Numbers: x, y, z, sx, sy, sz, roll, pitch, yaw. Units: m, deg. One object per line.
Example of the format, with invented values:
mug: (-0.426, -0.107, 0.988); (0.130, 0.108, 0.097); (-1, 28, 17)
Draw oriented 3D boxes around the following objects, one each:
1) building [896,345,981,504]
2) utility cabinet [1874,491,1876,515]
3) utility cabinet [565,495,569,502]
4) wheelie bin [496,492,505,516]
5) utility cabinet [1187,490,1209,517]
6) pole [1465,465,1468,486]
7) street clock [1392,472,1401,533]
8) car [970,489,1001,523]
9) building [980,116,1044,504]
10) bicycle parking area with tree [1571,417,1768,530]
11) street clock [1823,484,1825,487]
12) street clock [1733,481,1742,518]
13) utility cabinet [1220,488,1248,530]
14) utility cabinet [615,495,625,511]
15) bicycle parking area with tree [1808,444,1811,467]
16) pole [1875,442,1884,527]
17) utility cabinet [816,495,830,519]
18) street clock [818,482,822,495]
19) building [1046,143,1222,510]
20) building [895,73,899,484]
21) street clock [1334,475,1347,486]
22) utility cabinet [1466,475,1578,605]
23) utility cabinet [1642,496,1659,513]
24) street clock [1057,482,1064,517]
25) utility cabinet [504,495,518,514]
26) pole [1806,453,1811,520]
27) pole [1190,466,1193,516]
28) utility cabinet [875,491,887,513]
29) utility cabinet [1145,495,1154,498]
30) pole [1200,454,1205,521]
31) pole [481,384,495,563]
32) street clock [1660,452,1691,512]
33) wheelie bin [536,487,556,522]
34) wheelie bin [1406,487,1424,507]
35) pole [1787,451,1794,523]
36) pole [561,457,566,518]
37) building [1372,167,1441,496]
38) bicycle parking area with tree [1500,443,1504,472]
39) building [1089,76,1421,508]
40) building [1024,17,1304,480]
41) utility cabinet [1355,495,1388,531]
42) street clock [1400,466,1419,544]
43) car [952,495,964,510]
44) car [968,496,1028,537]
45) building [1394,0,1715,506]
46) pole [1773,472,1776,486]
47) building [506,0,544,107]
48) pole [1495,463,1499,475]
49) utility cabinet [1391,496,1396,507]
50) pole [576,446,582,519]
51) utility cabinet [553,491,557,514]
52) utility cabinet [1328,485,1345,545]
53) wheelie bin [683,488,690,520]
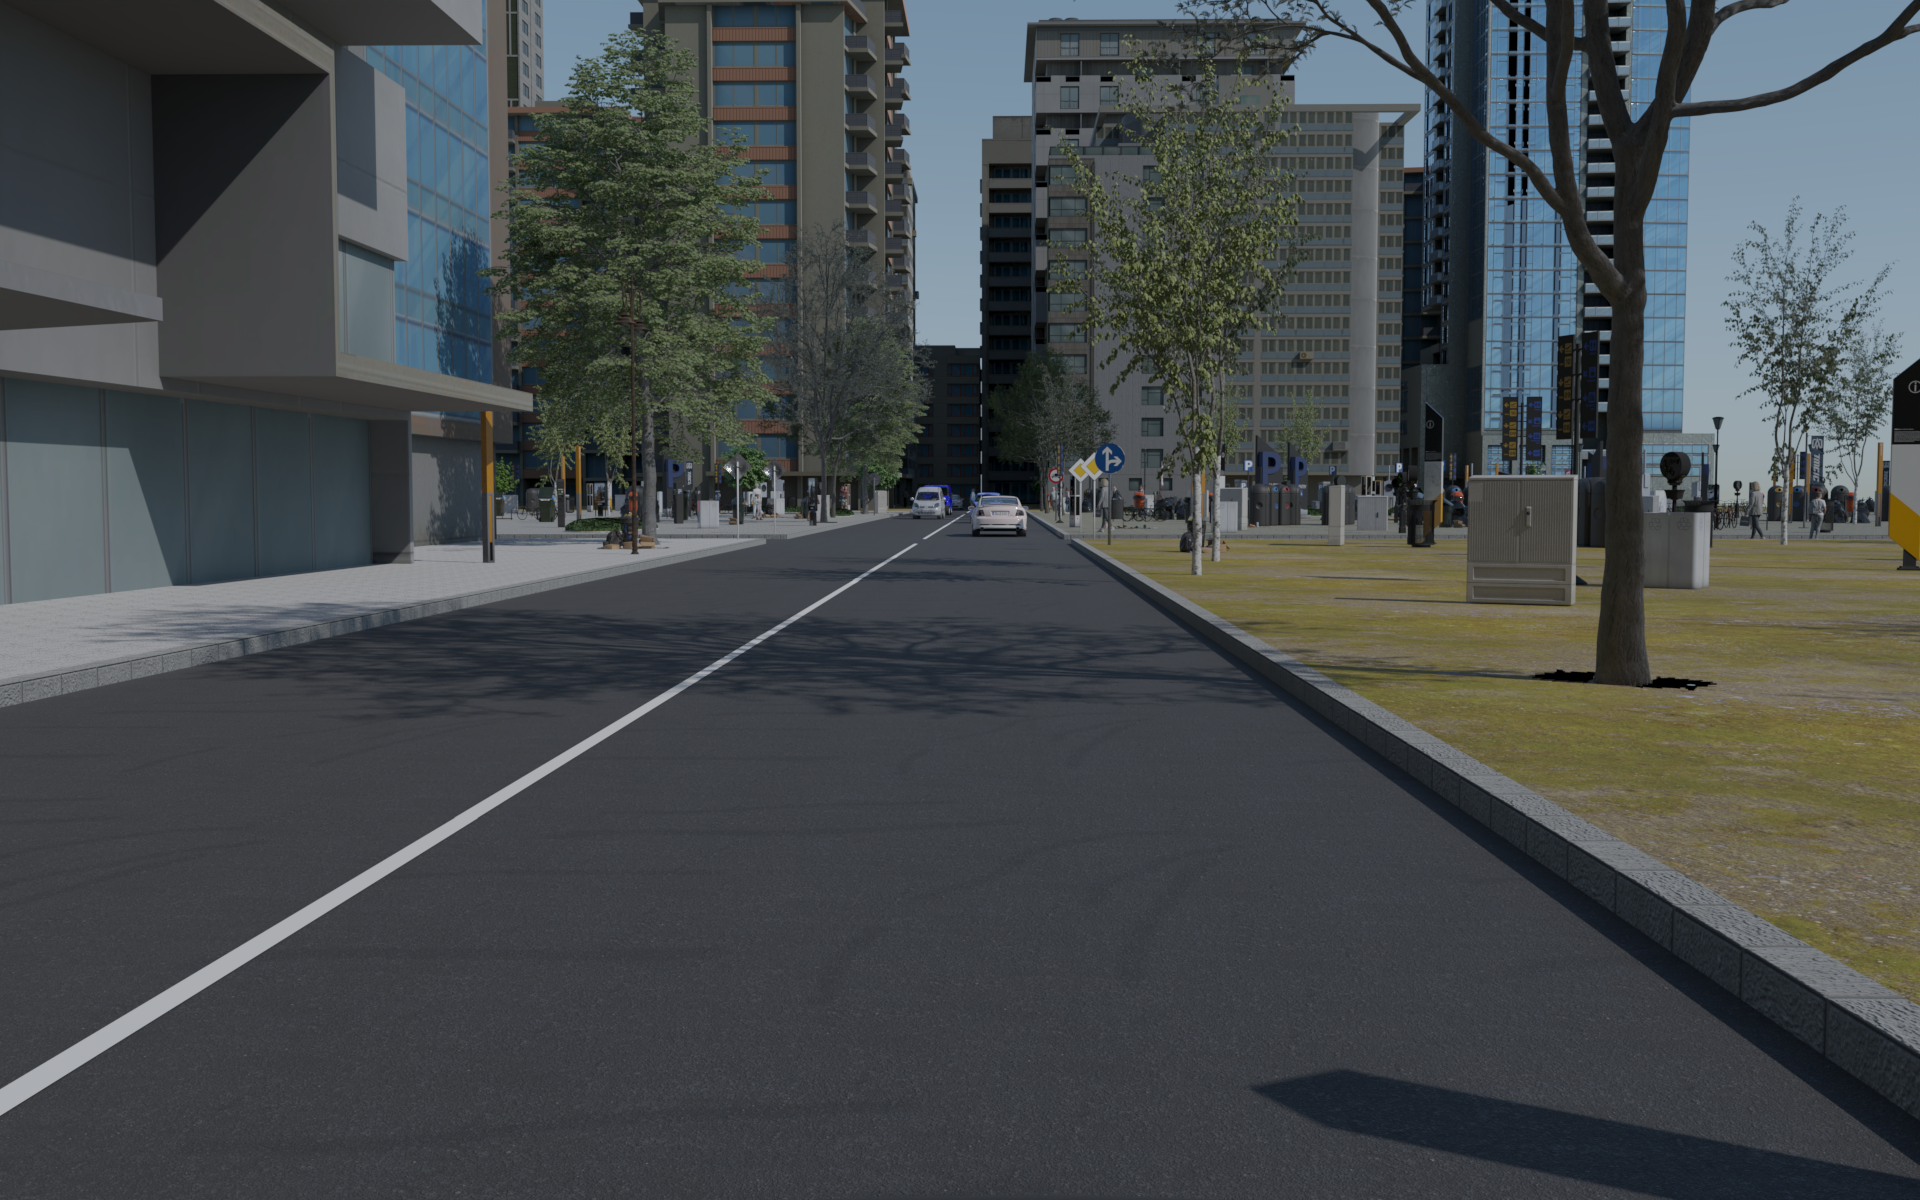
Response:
building: (-11.747, -23.550, 230.084); (28.899, 21.520, 27.650); (0, 4, 1)
utility cabinet: (55.730, -5.880, 104.817); (1.173, 1.500, 0.318); (-3, 5, -40)
utility cabinet: (-28.472, -6.888, 123.773); (1.020, 1.237, 0.306); (-2, 4, -31)
wheelie bin: (-26.759, -5.650, 100.279); (0.980, 1.594, 0.693); (0, 4, 1)
utility cabinet: (13.063, -5.293, 95.216); (1.173, 1.500, 0.318); (2, 4, 27)
pole: (35.970, -7.900, 123.008); (0.158, 3.312, 0.155); (0, 3, 0)
street clock: (14.486, -3.186, 56.663); (0.358, 2.002, 0.471); (-1, 4, -9)
car: (1.420, -4.680, 86.103); (1.945, 1.707, 3.694); (0, 4, 3)
building: (13.417, -36.782, 225.082); (21.600, 48.544, 21.300); (0, 4, 1)
bicycle parking area with tree: (25.568, -4.756, 64.771); (8.231, 4.147, 9.016); (1, 4, 21)
street clock: (59.466, -7.035, 119.597); (0.471, 2.002, 0.358); (-1, 4, -17)
street clock: (41.567, -5.385, 92.621); (0.471, 2.002, 0.358); (-2, 4, -29)
utility cabinet: (9.601, -3.208, 61.126); (0.318, 1.500, 1.173); (-3, 4, -38)
utility cabinet: (-25.418, -7.271, 130.045); (1.020, 1.237, 0.306); (2, 4, 31)
bicycle parking area with tree: (46.209, -6.894, 99.721); (8.231, 4.147, 9.016); (1, 4, 22)
pole: (36.251, -4.554, 68.294); (0.158, 3.312, 0.155); (0, 3, 0)
utility cabinet: (-7.376, -4.883, 91.001); (1.020, 1.237, 0.306); (-2, 4, -27)
street clock: (-8.525, -6.151, 105.139); (0.358, 2.002, 0.471); (2, 4, 24)
building: (14.318, -22.934, 146.677); (14.160, 30.474, 14.107); (0, 4, 1)
building: (-13.332, -31.618, 167.068); (14.600, 45.320, 14.200); (0, 4, 1)
street clock: (14.475, -3.754, 65.947); (0.471, 2.002, 0.358); (-2, 4, -24)
utility cabinet: (6.506, -0.697, 20.072); (1.173, 1.500, 0.318); (2, 4, 28)
utility cabinet: (28.492, -3.694, 71.552); (0.306, 1.237, 1.020); (0, 4, -4)
street clock: (5.664, -5.715, 98.011); (0.358, 2.002, 0.471); (-2, 4, -30)
utility cabinet: (-29.646, -6.292, 114.043); (1.020, 1.237, 0.306); (0, 4, 0)
pole: (42.425, -5.679, 86.693); (0.158, 3.312, 0.155); (0, 3, 0)
pole: (9.940, -4.892, 73.828); (0.158, 3.312, 0.155); (0, 3, 0)
utility cabinet: (-5.211, -6.442, 114.003); (0.318, 1.500, 1.173); (2, 4, 27)
utility cabinet: (13.331, -6.794, 122.238); (1.020, 1.237, 0.306); (-2, 4, -34)
pole: (8.793, -4.223, 62.893); (0.158, 3.312, 0.155); (0, 3, 0)
pole: (-8.788, -2.346, 32.205); (0.158, 3.312, 0.155); (0, 3, 0)
street clock: (12.205, -1.531, 29.598); (0.358, 2.002, 0.471); (-2, 4, -25)
wheelie bin: (-18.871, -4.350, 79.037); (0.980, 1.594, 0.693); (0, 4, 3)
wheelie bin: (19.775, -4.109, 75.094); (0.693, 1.594, 0.980); (-2, 4, -29)
pole: (36.433, -5.021, 75.943); (0.158, 3.312, 0.155); (0, 3, 0)
pole: (-21.554, -6.132, 94.097); (0.158, 3.312, 0.155); (0, 3, 0)
building: (67.513, -34.848, 224.386); (28.867, 44.769, 22.147); (0, 4, 1)
bicycle parking area with tree: (32.682, -6.737, 97.145); (8.231, 4.147, 9.016); (0, 4, -7)
building: (24.953, -28.961, 165.389); (32.217, 40.220, 23.993); (0, 4, 1)
building: (21.548, -36.825, 191.325); (28.713, 52.752, 27.495); (0, 4, 1)
utility cabinet: (14.489, -3.038, 60.838); (1.020, 1.237, 0.306); (1, 4, 19)
street clock: (11.526, -2.423, 44.190); (0.358, 2.002, 0.471); (1, 4, 8)
car: (-0.690, -9.069, 160.641); (2.083, 1.381, 4.827); (0, 4, 0)
car: (1.330, -2.894, 59.680); (2.083, 1.381, 4.827); (0, 3, 0)
building: (66.285, -53.785, 192.056); (31.000, 86.520, 22.319); (0, 4, 1)
pole: (44.843, -6.209, 95.360); (0.158, 3.312, 0.155); (0, 3, 0)
building: (-67.009, -48.230, 226.819); (20.611, 71.187, 20.563); (0, 4, 1)
pole: (34.923, -7.270, 112.711); (0.158, 3.312, 0.155); (0, 3, 0)
utility cabinet: (31.558, -7.023, 125.994); (0.306, 1.237, 1.020); (0, 4, 2)
pole: (-16.271, -4.896, 73.885); (0.158, 3.312, 0.155); (0, 3, 0)
utility cabinet: (-25.558, -6.063, 107.814); (1.173, 1.500, 0.318); (3, 4, 39)
utility cabinet: (9.367, -2.106, 43.113); (0.318, 1.500, 1.173); (1, 4, 17)
wheelie bin: (-13.681, -4.744, 85.473); (0.693, 1.594, 0.980); (0, 4, -4)
